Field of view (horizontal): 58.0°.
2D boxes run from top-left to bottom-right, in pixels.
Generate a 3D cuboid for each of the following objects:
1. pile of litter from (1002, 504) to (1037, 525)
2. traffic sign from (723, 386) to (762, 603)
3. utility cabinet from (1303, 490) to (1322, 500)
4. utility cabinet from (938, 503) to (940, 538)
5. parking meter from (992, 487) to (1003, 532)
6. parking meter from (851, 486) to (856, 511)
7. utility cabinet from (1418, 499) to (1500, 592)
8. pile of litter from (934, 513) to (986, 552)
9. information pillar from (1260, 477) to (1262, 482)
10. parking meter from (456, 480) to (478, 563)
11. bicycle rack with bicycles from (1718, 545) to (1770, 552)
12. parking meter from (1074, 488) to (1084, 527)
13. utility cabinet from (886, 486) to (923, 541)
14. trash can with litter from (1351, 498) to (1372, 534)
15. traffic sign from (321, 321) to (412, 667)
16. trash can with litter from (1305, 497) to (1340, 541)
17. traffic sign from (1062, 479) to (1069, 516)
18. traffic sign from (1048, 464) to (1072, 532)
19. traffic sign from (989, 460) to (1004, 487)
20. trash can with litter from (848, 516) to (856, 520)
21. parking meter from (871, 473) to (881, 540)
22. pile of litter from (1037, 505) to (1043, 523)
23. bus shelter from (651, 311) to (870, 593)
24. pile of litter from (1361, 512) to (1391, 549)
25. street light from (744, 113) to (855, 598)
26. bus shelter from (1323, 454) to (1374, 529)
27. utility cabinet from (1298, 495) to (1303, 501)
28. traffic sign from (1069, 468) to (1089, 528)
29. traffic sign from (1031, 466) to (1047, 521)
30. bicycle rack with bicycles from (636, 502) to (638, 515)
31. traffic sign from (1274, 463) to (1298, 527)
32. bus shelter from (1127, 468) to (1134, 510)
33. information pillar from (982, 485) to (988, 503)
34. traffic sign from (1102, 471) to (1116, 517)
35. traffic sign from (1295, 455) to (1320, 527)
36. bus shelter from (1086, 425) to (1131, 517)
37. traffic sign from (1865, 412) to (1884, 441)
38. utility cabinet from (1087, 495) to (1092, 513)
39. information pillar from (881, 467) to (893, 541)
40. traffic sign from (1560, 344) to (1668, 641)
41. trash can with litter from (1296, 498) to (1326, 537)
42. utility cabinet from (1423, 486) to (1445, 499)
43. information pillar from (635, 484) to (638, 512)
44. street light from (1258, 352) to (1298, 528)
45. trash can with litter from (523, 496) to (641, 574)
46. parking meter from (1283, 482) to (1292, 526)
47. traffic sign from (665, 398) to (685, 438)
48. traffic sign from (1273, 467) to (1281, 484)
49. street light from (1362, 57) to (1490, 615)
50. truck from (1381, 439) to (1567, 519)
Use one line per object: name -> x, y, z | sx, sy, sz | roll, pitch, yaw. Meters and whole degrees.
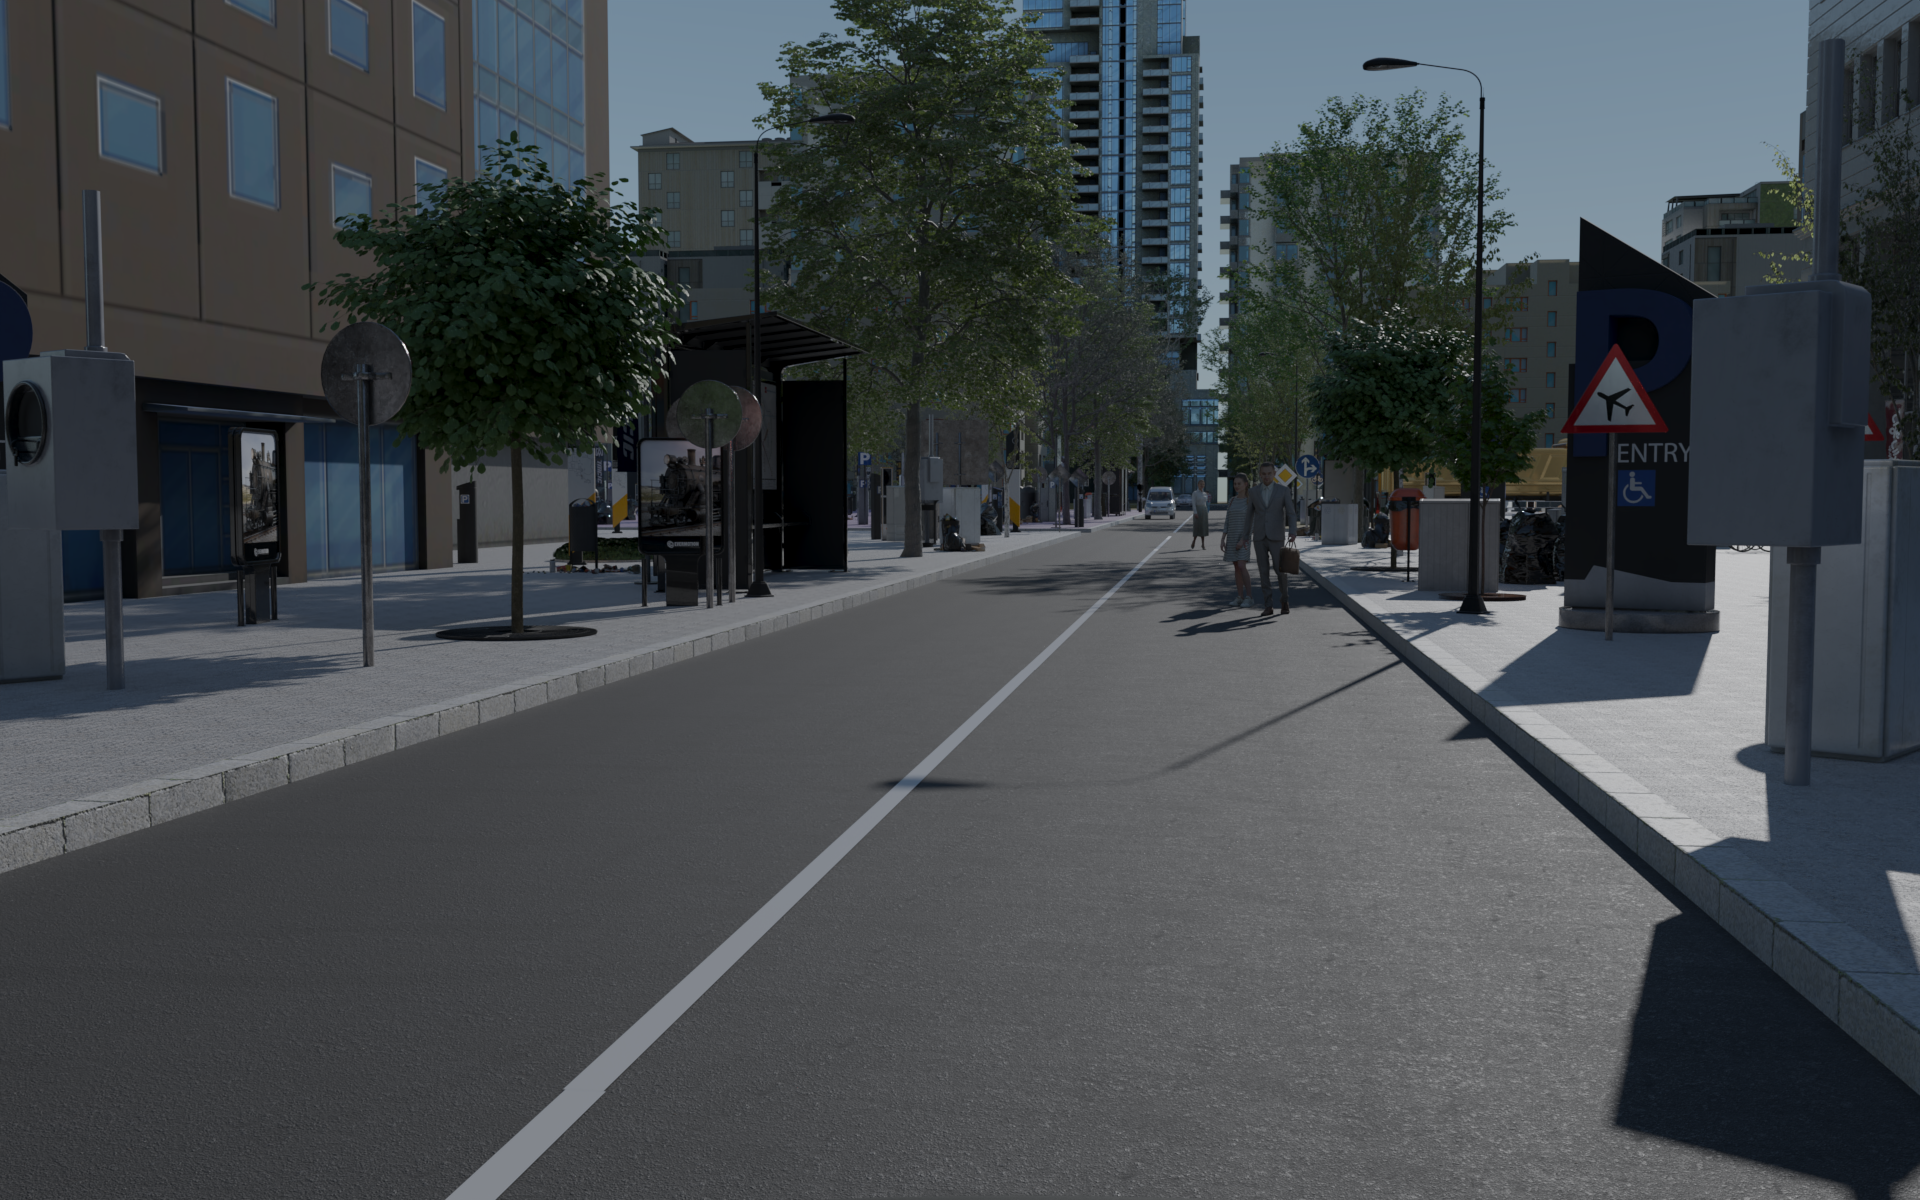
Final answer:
pile of litter -> 2.144, -3.624, 73.216 | 1.719, 0.858, 1.176 | -1, 4, -21
traffic sign -> -2.699, -1.243, 20.432 | 0.768, 2.556, 0.104 | 1, 4, 16
utility cabinet -> 17.636, -4.770, 86.675 | 0.318, 1.500, 1.173 | -2, 4, -25
utility cabinet -> -0.766, -2.402, 50.429 | 1.020, 1.237, 0.306 | 1, 4, 17
parking meter -> 1.249, -3.046, 58.207 | 0.372, 1.533, 0.369 | 0, 3, 0
parking meter -> -7.918, -7.512, 128.538 | 0.255, 1.863, 0.399 | -3, 4, -38
utility cabinet -> 6.598, -0.718, 22.908 | 1.020, 1.237, 0.306 | 1, 4, 18
pile of litter -> 0.003, -1.540, 39.138 | 1.176, 0.858, 1.719 | 0, 4, -5
information pillar -> 21.399, -7.993, 122.046 | 0.504, 3.616, 0.183 | 0, 4, -3
parking meter -> -9.162, -1.455, 32.200 | 0.372, 1.533, 0.369 | 0, 3, 0
bicycle rack with bicycles -> 18.015, -1.543, 38.606 | 2.852, 0.926, 2.925 | -3, 5, -44
parking meter -> 4.608, -3.575, 66.870 | 0.372, 1.533, 0.369 | 0, 3, 0
utility cabinet -> -1.451, -2.318, 46.585 | 0.318, 1.500, 1.173 | 3, 5, 43
trash can with litter -> 11.795, -2.426, 51.047 | 0.624, 1.170, 1.055 | 2, 4, 23
traffic sign -> -4.403, -0.777, 12.818 | 0.768, 2.556, 0.104 | 1, 4, 16
trash can with litter -> 10.719, -2.273, 48.221 | 2.233, 1.210, 1.678 | 1, 4, 9
traffic sign -> 6.129, -6.307, 103.223 | 0.768, 2.556, 0.104 | 1, 4, 12
traffic sign -> 3.336, -3.317, 57.867 | 0.795, 2.450, 0.064 | 1, 4, 8
traffic sign -> 1.191, -3.511, 58.598 | 0.795, 2.450, 0.064 | 1, 4, 15
trash can with litter -> -6.159, -4.591, 86.119 | 2.233, 1.210, 1.678 | 1, 4, 16
parking meter -> -2.296, -2.641, 48.894 | 0.399, 1.863, 0.255 | -2, 4, -32
pile of litter -> 3.130, -3.912, 77.923 | 1.176, 0.858, 1.719 | 0, 4, 3
bus shelter -> -2.766, -2.089, 25.436 | 1.731, 3.624, 6.357 | 1, 4, 8
pile of litter -> 10.303, -1.678, 41.397 | 1.719, 0.858, 1.176 | -2, 4, -24
street light -> -1.973, -2.986, 21.361 | 1.470, 5.913, 1.316 | 1, 4, 8
bus shelter -> 14.901, -4.440, 66.523 | 2.014, 3.302, 5.546 | 1, 4, 8
utility cabinet -> 26.589, -7.681, 136.751 | 1.020, 1.237, 0.306 | 0, 4, -8
traffic sign -> 4.499, -3.800, 65.768 | 0.795, 2.450, 0.064 | 1, 4, 8
traffic sign -> 3.607, -4.842, 79.279 | 0.768, 2.556, 0.104 | 1, 4, 15
bicycle rack with bicycles -> -17.597, -5.291, 99.893 | 2.925, 0.926, 2.852 | 3, 5, 45
traffic sign -> 10.649, -3.250, 56.775 | 0.795, 2.450, 0.064 | 1, 4, 8
bus shelter -> 11.151, -7.829, 121.933 | 2.014, 3.302, 5.546 | 1, 4, 8
information pillar -> 1.377, -6.441, 96.671 | 0.183, 3.616, 0.504 | 3, 4, 39
traffic sign -> 8.259, -5.876, 96.171 | 0.768, 2.556, 0.104 | 1, 4, 13
traffic sign -> 11.213, -3.415, 55.937 | 0.768, 2.556, 0.104 | 1, 4, 12
bus shelter -> 8.661, -7.550, 101.067 | 2.179, 5.291, 8.768 | 1, 4, 8
traffic sign -> 8.844, -1.072, 17.536 | 0.884, 2.594, 0.081 | 1, 4, 16
utility cabinet -> 9.262, -6.684, 120.450 | 0.306, 1.237, 1.020 | -2, 4, -31
information pillar -> -2.012, -2.637, 47.600 | 0.304, 2.012, 0.304 | -1, 4, -9
traffic sign -> 5.685, -0.923, 15.101 | 0.884, 2.594, 0.081 | 1, 4, 13
trash can with litter -> 10.577, -2.508, 52.387 | 0.624, 1.170, 1.055 | -3, 5, -44
utility cabinet -> 12.737, -2.317, 46.566 | 0.318, 1.500, 1.173 | 0, 4, 1
information pillar -> -23.543, -7.463, 126.519 | 0.304, 2.012, 0.304 | -1, 4, -9
street light -> 10.462, -5.151, 56.753 | 1.470, 5.913, 1.316 | 1, 4, 8
trash can with litter -> -5.872, -1.049, 28.212 | 2.233, 1.210, 1.678 | 2, 4, 23
parking meter -> 13.011, -3.870, 68.993 | 0.399, 1.863, 0.255 | -3, 5, -45
traffic sign -> -3.381, -1.340, 22.022 | 0.768, 2.556, 0.104 | 1, 4, 9
traffic sign -> 11.812, -3.733, 64.675 | 0.795, 2.450, 0.064 | 1, 4, 8
street light -> 4.983, -2.813, 18.532 | 1.470, 5.913, 1.316 | 1, 4, 8
truck -> 19.631, -3.896, 59.631 | 9.791, 3.379, 3.469 | 1, 4, 8
